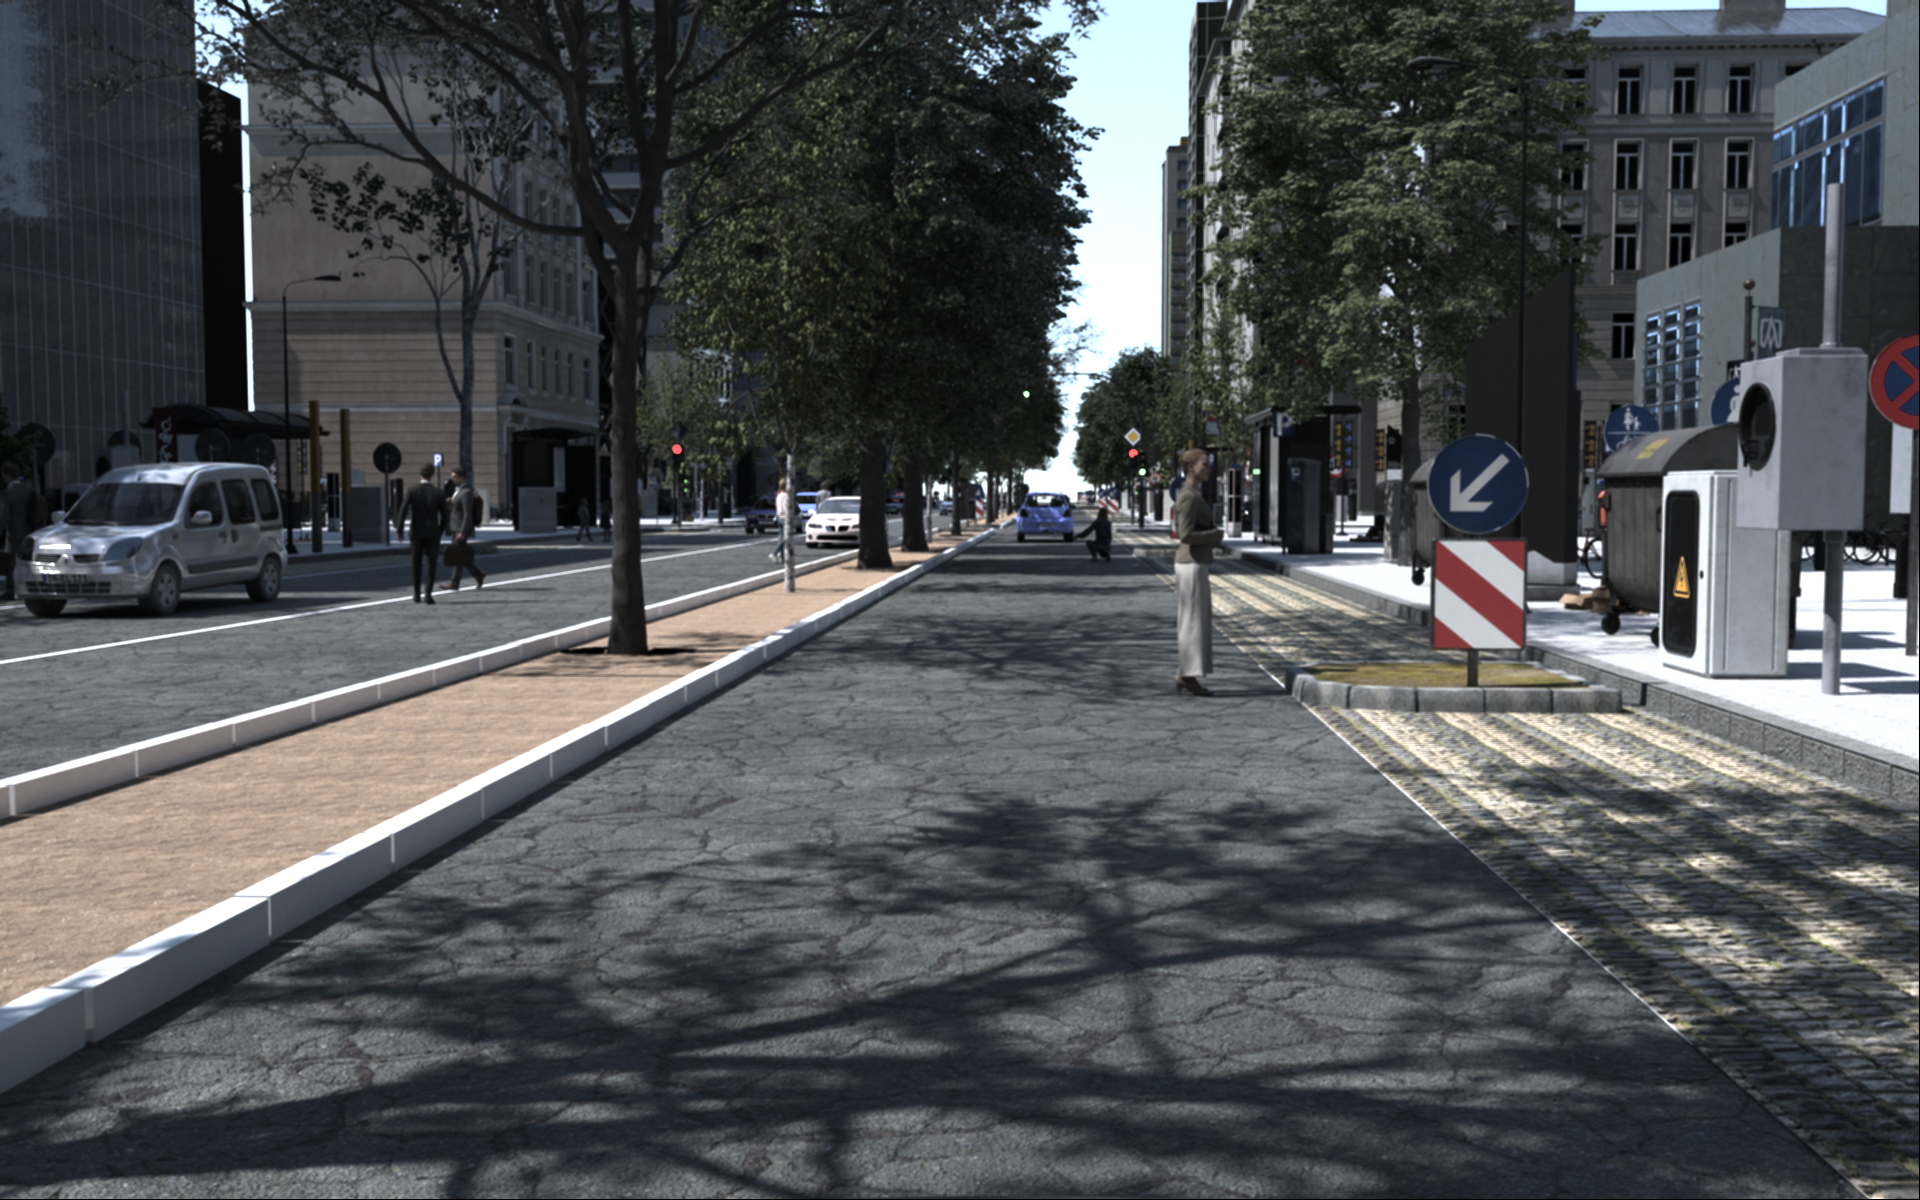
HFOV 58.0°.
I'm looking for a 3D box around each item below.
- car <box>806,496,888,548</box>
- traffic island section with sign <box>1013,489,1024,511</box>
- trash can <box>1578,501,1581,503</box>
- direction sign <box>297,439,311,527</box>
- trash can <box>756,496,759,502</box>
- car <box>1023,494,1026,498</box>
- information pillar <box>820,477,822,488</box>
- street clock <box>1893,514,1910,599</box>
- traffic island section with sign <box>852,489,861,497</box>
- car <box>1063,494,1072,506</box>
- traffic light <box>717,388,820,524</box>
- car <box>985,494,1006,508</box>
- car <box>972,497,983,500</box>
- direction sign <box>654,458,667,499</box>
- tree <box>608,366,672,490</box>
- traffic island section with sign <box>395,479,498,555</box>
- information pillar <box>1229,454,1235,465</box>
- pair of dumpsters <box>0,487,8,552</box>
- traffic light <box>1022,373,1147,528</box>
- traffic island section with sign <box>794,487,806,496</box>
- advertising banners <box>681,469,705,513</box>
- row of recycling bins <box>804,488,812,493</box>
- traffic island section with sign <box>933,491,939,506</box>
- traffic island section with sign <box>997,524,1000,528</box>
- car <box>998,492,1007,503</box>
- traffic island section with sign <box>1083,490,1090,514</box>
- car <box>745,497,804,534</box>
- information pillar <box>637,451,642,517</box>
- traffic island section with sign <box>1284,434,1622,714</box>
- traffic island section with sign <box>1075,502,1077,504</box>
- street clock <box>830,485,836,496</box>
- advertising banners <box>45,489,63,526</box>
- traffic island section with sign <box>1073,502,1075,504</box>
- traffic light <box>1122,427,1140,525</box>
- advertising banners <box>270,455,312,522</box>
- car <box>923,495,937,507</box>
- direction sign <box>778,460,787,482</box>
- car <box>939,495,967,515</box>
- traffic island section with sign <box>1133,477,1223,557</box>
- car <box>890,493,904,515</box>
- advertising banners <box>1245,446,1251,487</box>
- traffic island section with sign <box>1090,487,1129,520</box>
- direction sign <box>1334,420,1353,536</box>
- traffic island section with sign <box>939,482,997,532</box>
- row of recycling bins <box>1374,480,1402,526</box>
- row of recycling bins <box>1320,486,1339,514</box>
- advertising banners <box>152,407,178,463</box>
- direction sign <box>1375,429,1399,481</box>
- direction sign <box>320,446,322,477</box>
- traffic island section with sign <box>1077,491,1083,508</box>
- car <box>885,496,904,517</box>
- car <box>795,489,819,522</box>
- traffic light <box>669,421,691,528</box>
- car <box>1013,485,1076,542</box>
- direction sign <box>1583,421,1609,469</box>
[{"bbox_3d":[-3.044,-2.142,47.389,2.083,1.381,4.827,0,4,4],"label":"car"},{"bbox_3d":[5.157,-8.561,148.107,2.006,1.907,1.989,0,4,3],"label":"traffic island section with sign"},{"bbox_3d":[11.992,-1.404,34.603,0.748,1.137,0.748,0,3,0],"label":"trash can"},{"bbox_3d":[-25.461,-4.593,67.086,0.379,3.537,0.876,-3,5,-42],"label":"direction sign"},{"bbox_3d":[-13.627,-6.293,114.541,0.748,1.137,0.748,0,3,0],"label":"trash can"},{"bbox_3d":[10.966,-16.567,282.875,2.014,1.417,4.499,0,4,1],"label":"car"},{"bbox_3d":[-10.988,-8.938,137.495,0.183,3.616,0.504,-1,4,-15],"label":"information pillar"},{"bbox_3d":[11.601,-1.019,21.225,0.358,2.002,0.471,1,4,10],"label":"street clock"},{"bbox_3d":[-7.335,-7.018,123.364,1.989,1.847,2.006,0,4,3],"label":"traffic island section with sign"},{"bbox_3d":[9.631,-9.429,165.968,2.131,1.459,4.920,0,4,5],"label":"car"},{"bbox_3d":[-8.121,-6.067,73.869,4.771,5.953,1.251,0,4,3],"label":"traffic light"},{"bbox_3d":[3.608,-10.271,176.974,2.155,1.783,4.494,0,4,1],"label":"car"},{"bbox_3d":[2.034,-12.822,221.636,2.014,1.417,4.499,0,4,2],"label":"car"},{"bbox_3d":[-18.837,-7.150,108.899,0.876,3.537,0.379,-3,5,-40],"label":"direction sign"},{"bbox_3d":[-18.384,-9.136,99.731,4.360,8.622,3.978,0,3,0],"label":"tree"},{"bbox_3d":[-12.198,-2.008,41.467,1.989,1.847,2.006,0,4,3],"label":"traffic island section with sign"},{"bbox_3d":[15.674,-6.643,99.968,0.504,3.616,0.183,-3,5,-39],"label":"information pillar"},{"bbox_3d":[-17.928,-1.634,29.212,1.574,2.255,4.437,0,4,3],"label":"pair of dumpsters"},{"bbox_3d":[4.699,-5.522,64.948,4.771,5.953,1.251,0,4,3],"label":"traffic light"},{"bbox_3d":[-8.936,-5.372,96.456,1.989,1.847,2.006,0,4,3],"label":"traffic island section with sign"},{"bbox_3d":[-18.973,-7.734,122.634,2.074,3.025,0.090,-2,4,-31],"label":"advertising banners"},{"bbox_3d":[-11.442,-7.003,121.606,1.069,1.692,3.534,-2,4,-31],"label":"row of recycling bins"},{"bbox_3d":[-2.713,-11.759,200.887,1.989,1.847,2.006,0,4,3],"label":"traffic island section with sign"},{"bbox_3d":[0.702,-3.973,73.100,2.006,1.907,1.989,0,4,3],"label":"traffic island section with sign"},{"bbox_3d":[6.571,-16.827,283.799,2.281,1.827,5.304,0,4,3],"label":"car"},{"bbox_3d":[9.938,-6.985,122.836,1.989,1.847,2.006,0,4,3],"label":"traffic island section with sign"},{"bbox_3d":[-6.789,-3.112,63.453,1.945,1.354,3.894,0,4,3],"label":"car"},{"bbox_3d":[-17.604,-6.344,95.077,0.183,3.616,0.504,1,4,11],"label":"information pillar"},{"bbox_3d":[3.356,-0.219,12.215,1.989,1.847,2.006,0,4,3],"label":"traffic island section with sign"},{"bbox_3d":[14.496,-11.663,199.319,1.989,1.847,2.006,0,4,3],"label":"traffic island section with sign"},{"bbox_3d":[-10.025,-8.073,136.566,0.471,2.002,0.358,3,4,38],"label":"street clock"},{"bbox_3d":[-22.417,-2.761,41.324,2.074,3.025,0.090,0,4,-1],"label":"advertising banners"},{"bbox_3d":[17.769,-15.027,254.321,1.989,1.847,2.006,0,4,3],"label":"traffic island section with sign"},{"bbox_3d":[7.267,-5.139,72.937,0.839,4.253,0.868,0,4,3],"label":"traffic light"},{"bbox_3d":[-30.152,-4.999,77.919,0.090,3.025,2.074,3,5,42],"label":"advertising banners"},{"bbox_3d":[-3.391,-10.591,185.736,1.945,1.354,3.894,0,4,3],"label":"car"},{"bbox_3d":[-11.856,-7.572,115.804,0.379,3.537,0.876,-3,5,-45],"label":"direction sign"},{"bbox_3d":[-0.360,-6.452,117.486,2.014,1.417,4.499,0,4,5],"label":"car"},{"bbox_3d":[5.049,-1.939,40.330,1.989,1.847,2.006,0,4,3],"label":"traffic island section with sign"},{"bbox_3d":[-3.772,-6.707,118.700,2.155,1.783,4.494,0,4,4],"label":"car"},{"bbox_3d":[10.697,-4.061,62.589,0.090,3.025,2.074,-1,4,-14],"label":"advertising banners"},{"bbox_3d":[8.330,-5.327,95.720,1.989,1.847,2.006,0,4,3],"label":"traffic island section with sign"},{"bbox_3d":[11.802,-3.755,53.386,0.379,3.537,0.876,-2,4,-24],"label":"direction sign"},{"bbox_3d":[0.252,-3.521,65.707,2.006,1.907,1.989,0,4,3],"label":"traffic island section with sign"},{"bbox_3d":[12.591,-2.624,50.009,1.069,1.692,3.534,0,4,5],"label":"row of recycling bins"},{"bbox_3d":[18.058,-4.940,87.877,3.534,1.692,1.069,-3,5,-43],"label":"row of recycling bins"},{"bbox_3d":[-15.268,-2.367,34.895,2.074,3.025,0.090,0,4,7],"label":"advertising banners"},{"bbox_3d":[14.894,-4.190,60.496,0.876,3.537,0.379,3,4,37],"label":"direction sign"},{"bbox_3d":[-30.192,-5.461,81.278,0.876,3.537,0.379,2,4,35],"label":"direction sign"},{"bbox_3d":[12.895,-10.016,172.385,1.989,1.847,2.006,0,4,3],"label":"traffic island section with sign"},{"bbox_3d":[-4.089,-5.905,109.123,1.945,1.354,3.894,0,4,5],"label":"car"},{"bbox_3d":[-6.922,-4.278,79.529,1.945,1.707,3.694,0,4,2],"label":"car"},{"bbox_3d":[-10.689,-4.714,65.986,0.839,4.253,0.868,0,4,3],"label":"traffic light"},{"bbox_3d":[2.578,-2.646,52.852,1.945,1.707,3.694,0,4,1],"label":"car"},{"bbox_3d":[19.788,-3.774,53.700,0.876,3.537,0.379,1,4,18],"label":"direction sign"}]
